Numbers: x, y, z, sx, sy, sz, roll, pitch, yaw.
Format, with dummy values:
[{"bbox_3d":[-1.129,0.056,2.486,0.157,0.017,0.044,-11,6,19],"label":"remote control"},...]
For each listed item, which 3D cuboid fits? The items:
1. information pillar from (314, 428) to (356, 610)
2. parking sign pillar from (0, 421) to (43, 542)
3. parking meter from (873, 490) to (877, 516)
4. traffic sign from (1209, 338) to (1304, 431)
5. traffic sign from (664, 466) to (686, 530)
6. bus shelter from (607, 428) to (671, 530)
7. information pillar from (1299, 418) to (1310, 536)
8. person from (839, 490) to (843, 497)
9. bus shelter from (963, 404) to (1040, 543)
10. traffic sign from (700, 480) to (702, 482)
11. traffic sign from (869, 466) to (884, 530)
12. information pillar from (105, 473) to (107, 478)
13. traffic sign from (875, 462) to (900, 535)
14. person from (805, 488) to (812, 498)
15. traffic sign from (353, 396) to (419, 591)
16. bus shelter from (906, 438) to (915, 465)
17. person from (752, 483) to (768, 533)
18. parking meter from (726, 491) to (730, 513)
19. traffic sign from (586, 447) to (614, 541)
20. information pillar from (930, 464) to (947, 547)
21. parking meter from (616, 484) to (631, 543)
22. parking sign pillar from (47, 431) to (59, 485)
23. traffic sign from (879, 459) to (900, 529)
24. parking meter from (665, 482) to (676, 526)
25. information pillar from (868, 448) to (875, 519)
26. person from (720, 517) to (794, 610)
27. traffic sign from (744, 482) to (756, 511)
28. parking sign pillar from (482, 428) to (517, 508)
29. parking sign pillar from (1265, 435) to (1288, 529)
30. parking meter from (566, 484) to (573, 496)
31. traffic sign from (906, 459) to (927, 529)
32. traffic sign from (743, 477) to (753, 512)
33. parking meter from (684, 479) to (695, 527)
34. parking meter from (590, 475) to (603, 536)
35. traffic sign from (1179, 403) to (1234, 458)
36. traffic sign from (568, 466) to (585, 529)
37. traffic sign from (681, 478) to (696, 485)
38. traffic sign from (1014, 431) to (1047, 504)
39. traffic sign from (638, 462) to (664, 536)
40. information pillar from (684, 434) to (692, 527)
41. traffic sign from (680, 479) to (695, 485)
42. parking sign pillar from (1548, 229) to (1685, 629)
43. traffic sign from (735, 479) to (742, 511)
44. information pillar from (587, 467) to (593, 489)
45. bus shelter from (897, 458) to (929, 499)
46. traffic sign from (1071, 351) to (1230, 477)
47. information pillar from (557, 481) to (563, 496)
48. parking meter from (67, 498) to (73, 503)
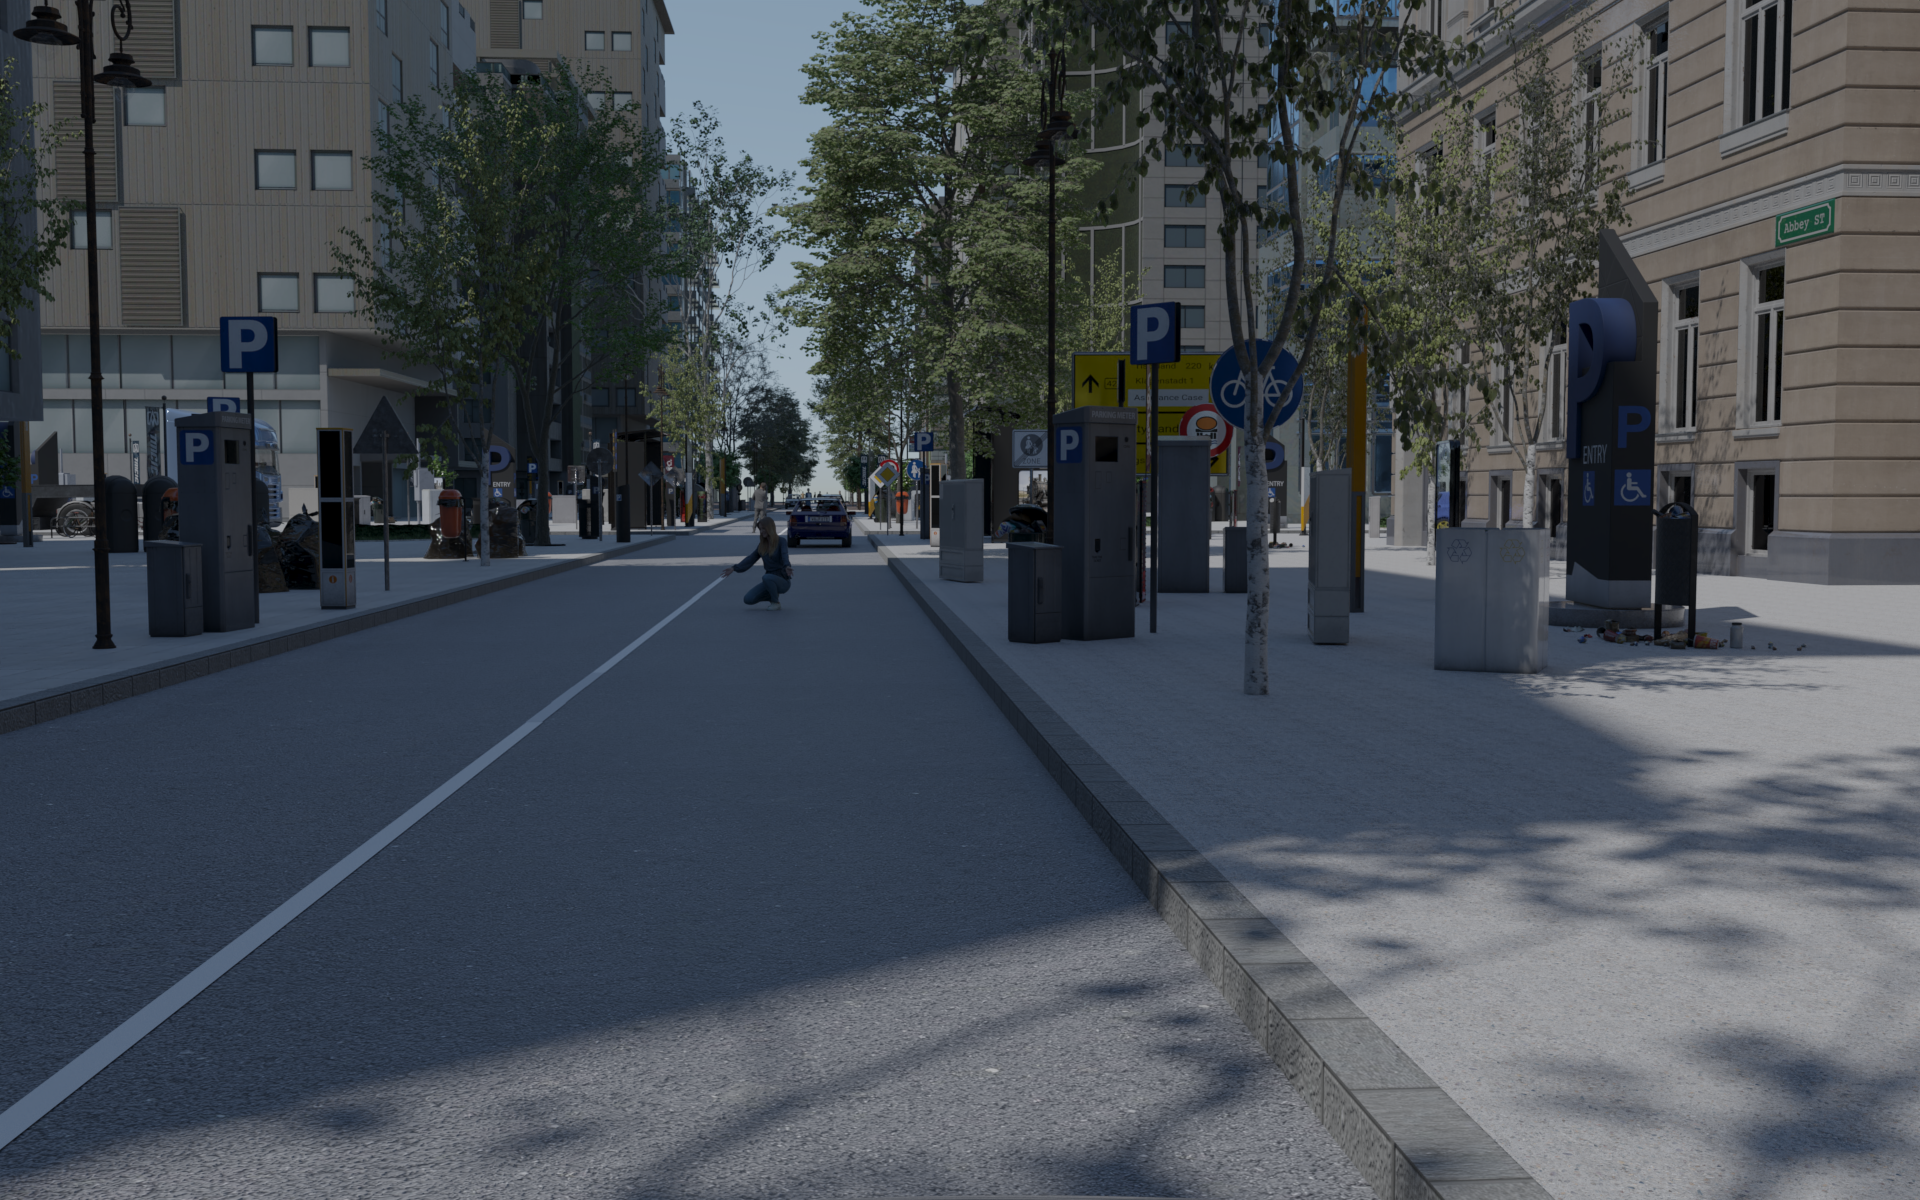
[{"bbox_3d":[-6.946,-0.906,19.297,0.304,2.012,0.304,0,4,1],"label":"information pillar"},{"bbox_3d":[-25.406,-3.539,46.331,1.447,3.967,1.447,-1,4,-21],"label":"parking sign pillar"},{"bbox_3d":[-4.945,-5.753,102.478,0.372,1.533,0.369,0,3,0],"label":"parking meter"},{"bbox_3d":[2.432,-0.867,14.287,0.768,2.556,0.104,0,4,2],"label":"traffic sign"},{"bbox_3d":[-10.058,-3.515,61.115,0.795,2.450,0.064,0,4,-4],"label":"traffic sign"},{"bbox_3d":[-11.957,-4.505,64.935,1.731,3.624,6.357,0,4,-4],"label":"bus shelter"},{"bbox_3d":[10.658,-3.795,53.404,0.183,3.616,0.504,2,4,34],"label":"information pillar"},{"bbox_3d":[-8.955,-7.310,129.028,0.512,1.701,0.522,1,4,18],"label":"person"},{"bbox_3d":[1.093,-3.471,48.036,1.731,3.624,6.357,0,4,-4],"label":"bus shelter"},{"bbox_3d":[-16.813,-6.991,114.407,0.768,2.556,0.104,0,4,2],"label":"traffic sign"},{"bbox_3d":[-2.832,-3.546,61.625,0.795,2.450,0.064,0,4,-4],"label":"traffic sign"},{"bbox_3d":[-29.983,-3.427,60.524,0.304,2.012,0.304,-3,5,-43],"label":"information pillar"},{"bbox_3d":[-2.246,-3.059,53.661,0.795,2.450,0.064,0,4,-4],"label":"traffic sign"},{"bbox_3d":[-9.833,-6.354,112.411,0.581,1.822,0.654,0,4,-3],"label":"person"},{"bbox_3d":[-7.608,-1.402,22.934,0.884,2.594,0.081,0,4,-1],"label":"traffic sign"},{"bbox_3d":[-3.683,-8.496,116.547,2.179,5.291,8.768,0,4,-4],"label":"bus shelter"},{"bbox_3d":[-7.375,-3.398,63.859,0.655,1.846,0.447,1,4,14],"label":"person"},{"bbox_3d":[-15.825,-6.669,117.456,0.372,1.533,0.369,0,3,0],"label":"parking meter"},{"bbox_3d":[-9.802,-2.879,47.184,0.768,2.556,0.104,0,4,2],"label":"traffic sign"},{"bbox_3d":[-0.520,-2.287,41.892,0.304,2.012,0.304,2,4,31],"label":"information pillar"},{"bbox_3d":[-8.920,-2.291,45.866,0.372,1.533,0.369,0,3,0],"label":"parking meter"},{"bbox_3d":[-38.987,-5.216,73.752,1.447,3.967,1.447,1,4,8],"label":"parking sign pillar"},{"bbox_3d":[-2.579,-3.853,63.104,0.768,2.556,0.104,0,4,-1],"label":"traffic sign"},{"bbox_3d":[-11.583,-3.890,69.308,0.399,1.863,0.255,0,4,-8],"label":"parking meter"},{"bbox_3d":[-4.479,-5.900,87.821,0.183,3.616,0.504,2,4,29],"label":"information pillar"},{"bbox_3d":[-2.347,-0.452,21.389,1.012,1.151,0.738,3,4,39],"label":"person"},{"bbox_3d":[-15.709,-7.932,129.696,0.884,2.594,0.081,0,4,2],"label":"traffic sign"},{"bbox_3d":[-18.477,-4.948,69.370,1.447,3.967,1.447,0,4,-1],"label":"parking sign pillar"},{"bbox_3d":[11.520,-4.656,64.601,1.447,3.967,1.447,-1,4,-11],"label":"parking sign pillar"},{"bbox_3d":[-22.179,-5.669,98.405,0.399,1.863,0.255,-1,4,-18],"label":"parking meter"},{"bbox_3d":[-1.586,-3.895,63.793,0.768,2.556,0.104,0,4,1],"label":"traffic sign"},{"bbox_3d":[-15.521,-7.746,126.745,0.768,2.556,0.104,0,4,5],"label":"traffic sign"},{"bbox_3d":[-10.674,-3.825,68.247,0.399,1.863,0.255,0,4,1],"label":"parking meter"},{"bbox_3d":[-11.098,-2.888,52.927,0.399,1.863,0.255,-1,4,-14],"label":"parking meter"},{"bbox_3d":[3.440,-1.478,24.276,0.768,2.556,0.104,0,4,1],"label":"traffic sign"},{"bbox_3d":[-13.886,-3.704,62.697,0.606,2.300,0.079,0,4,-4],"label":"traffic sign"},{"bbox_3d":[-15.947,-6.229,101.840,0.884,2.594,0.081,0,4,2],"label":"traffic sign"},{"bbox_3d":[1.137,-1.558,27.604,0.606,2.300,0.079,0,4,0],"label":"traffic sign"},{"bbox_3d":[-9.472,-3.028,53.151,0.795,2.450,0.064,0,4,-4],"label":"traffic sign"},{"bbox_3d":[-10.582,-4.659,67.523,0.183,3.616,0.504,1,4,13],"label":"information pillar"},{"bbox_3d":[-15.206,-5.900,96.463,0.884,2.594,0.081,0,4,-1],"label":"traffic sign"},{"bbox_3d":[6.411,-1.749,17.066,1.447,3.967,1.447,0,4,2],"label":"parking sign pillar"},{"bbox_3d":[-16.916,-8.023,131.287,0.768,2.556,0.104,0,4,-2],"label":"traffic sign"},{"bbox_3d":[-20.222,-6.319,94.665,0.504,3.616,0.183,3,5,45],"label":"information pillar"},{"bbox_3d":[-2.941,-6.502,100.232,2.014,3.302,5.546,0,4,-4],"label":"bus shelter"},{"bbox_3d":[2.727,-1.893,24.830,2.265,3.308,0.079,0,4,2],"label":"traffic sign"},{"bbox_3d":[-22.328,-5.646,96.806,0.304,2.012,0.304,-1,4,-16],"label":"information pillar"},{"bbox_3d":[-31.465,-3.217,61.014,0.372,1.533,0.369,0,3,0],"label":"parking meter"}]
